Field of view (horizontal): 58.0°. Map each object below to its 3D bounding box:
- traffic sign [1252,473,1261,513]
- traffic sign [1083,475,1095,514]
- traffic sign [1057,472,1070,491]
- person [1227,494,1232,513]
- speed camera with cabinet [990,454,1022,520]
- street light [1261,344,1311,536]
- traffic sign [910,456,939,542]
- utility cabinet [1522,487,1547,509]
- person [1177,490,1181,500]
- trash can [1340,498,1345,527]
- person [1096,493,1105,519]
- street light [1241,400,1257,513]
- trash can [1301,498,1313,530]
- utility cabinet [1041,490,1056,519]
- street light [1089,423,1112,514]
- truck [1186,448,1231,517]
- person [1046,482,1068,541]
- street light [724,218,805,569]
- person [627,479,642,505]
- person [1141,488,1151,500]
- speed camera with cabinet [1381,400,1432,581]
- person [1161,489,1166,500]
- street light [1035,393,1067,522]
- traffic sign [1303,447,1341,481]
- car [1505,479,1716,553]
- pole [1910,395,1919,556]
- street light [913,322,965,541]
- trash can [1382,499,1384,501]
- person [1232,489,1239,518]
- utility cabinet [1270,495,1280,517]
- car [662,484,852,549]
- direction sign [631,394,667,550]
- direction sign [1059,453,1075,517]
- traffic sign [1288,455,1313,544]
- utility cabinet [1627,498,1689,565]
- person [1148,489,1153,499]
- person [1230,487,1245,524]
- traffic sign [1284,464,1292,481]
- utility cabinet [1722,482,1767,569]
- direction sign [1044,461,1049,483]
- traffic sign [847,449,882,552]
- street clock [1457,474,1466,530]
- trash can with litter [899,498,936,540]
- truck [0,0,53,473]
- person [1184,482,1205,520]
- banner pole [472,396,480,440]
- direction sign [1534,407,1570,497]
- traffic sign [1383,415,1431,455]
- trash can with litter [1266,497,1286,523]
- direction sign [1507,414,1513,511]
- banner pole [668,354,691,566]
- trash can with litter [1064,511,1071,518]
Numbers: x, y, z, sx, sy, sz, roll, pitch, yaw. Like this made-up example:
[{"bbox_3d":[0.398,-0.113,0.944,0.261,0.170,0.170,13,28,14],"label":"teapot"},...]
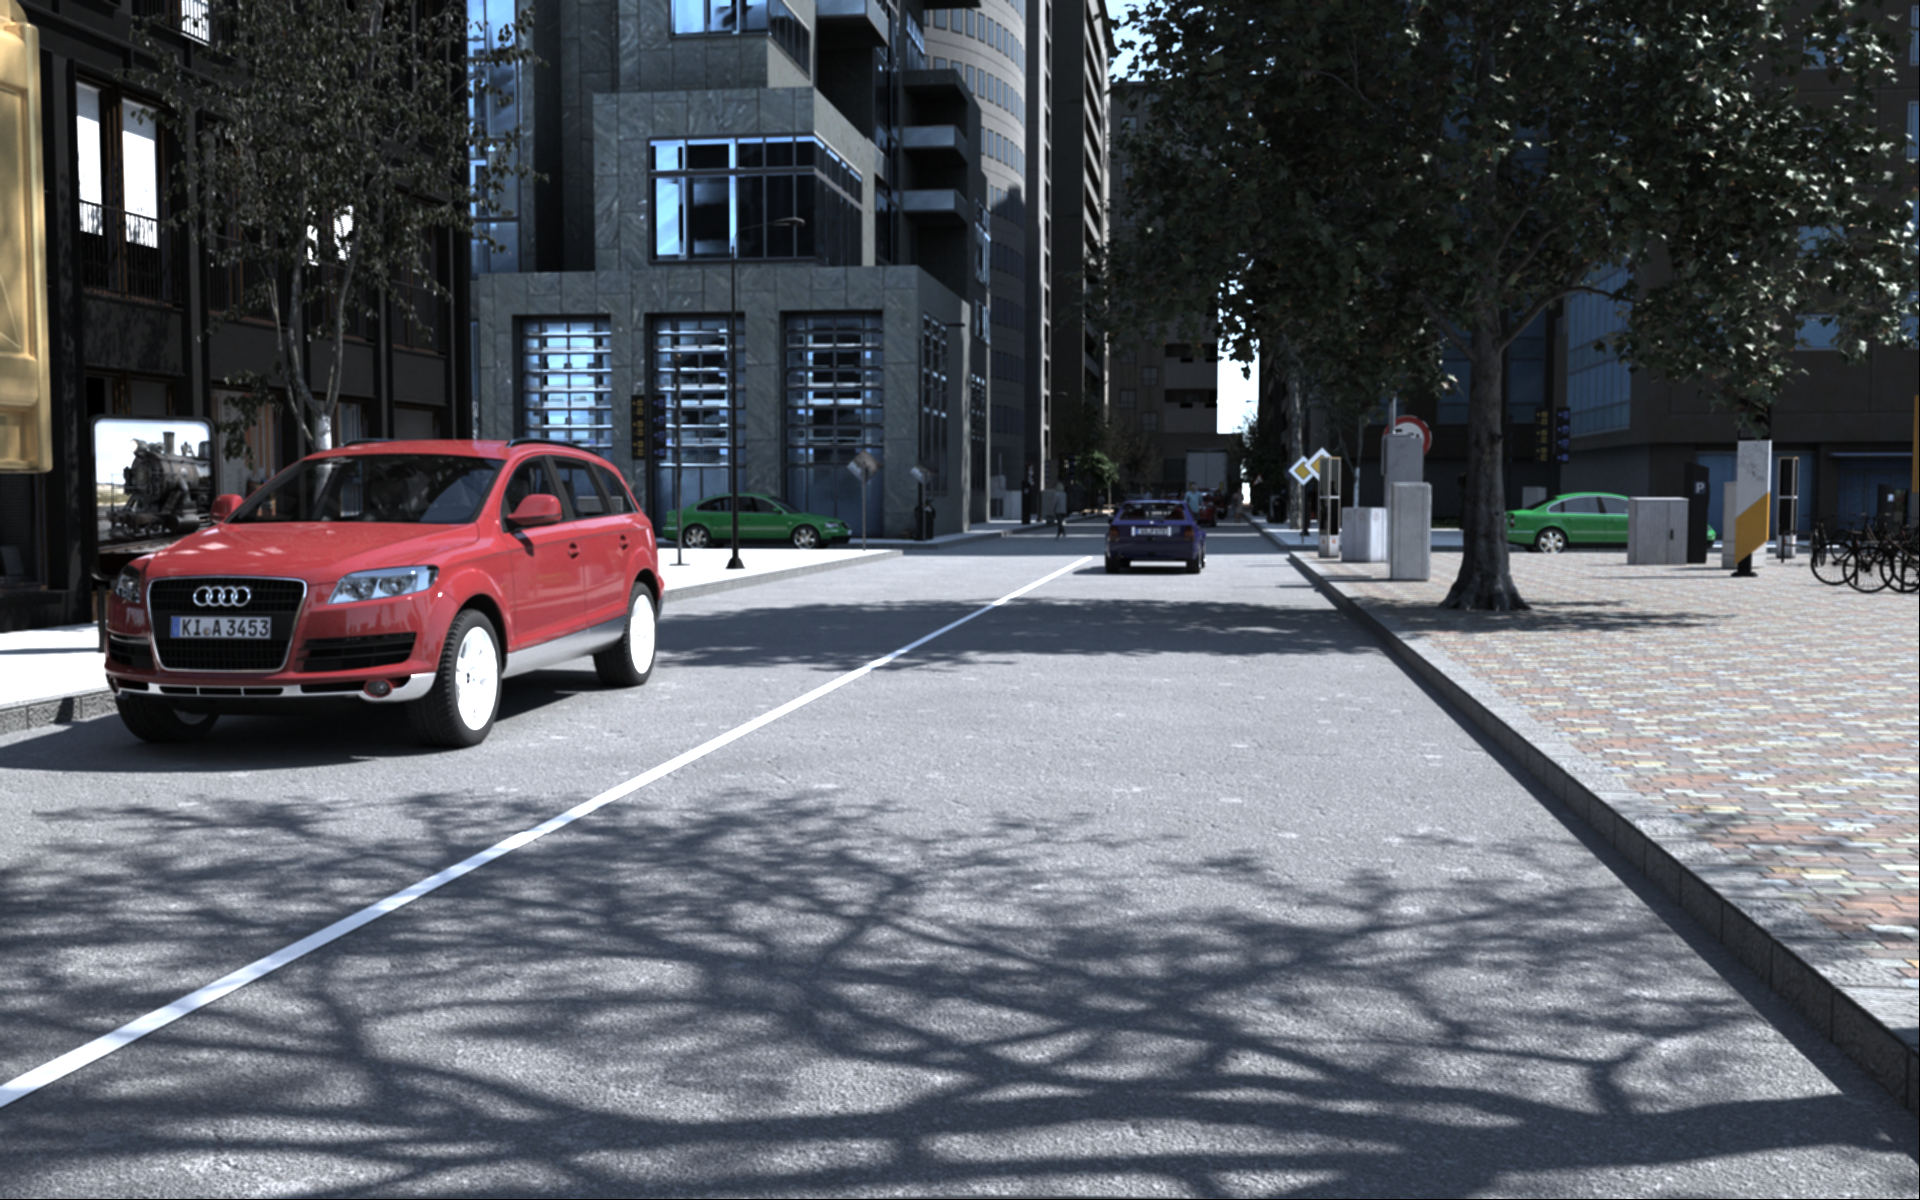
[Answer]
[{"bbox_3d":[18.664,-6.611,108.092,0.884,2.594,0.081,1,4,10],"label":"traffic sign"},{"bbox_3d":[8.440,-6.939,113.557,0.768,2.556,0.104,1,4,10],"label":"traffic sign"},{"bbox_3d":[5.878,-6.009,98.352,0.768,2.556,0.104,1,4,14],"label":"traffic sign"},{"bbox_3d":[19.910,-7.375,129.814,1.217,1.736,0.721,0,4,3],"label":"person"},{"bbox_3d":[2.293,-5.597,85.852,0.660,3.252,2.038,3,5,42],"label":"speed camera with cabinet"},{"bbox_3d":[10.041,-4.922,53.011,1.470,5.913,1.316,1,4,8],"label":"street light"},{"bbox_3d":[-0.951,-2.610,46.316,0.795,2.450,0.064,1,4,8],"label":"traffic sign"},{"bbox_3d":[17.597,-2.714,53.052,0.318,1.500,1.173,0,4,-3],"label":"utility cabinet"},{"bbox_3d":[19.818,-9.005,155.686,0.705,1.831,1.348,-1,4,-22],"label":"person"},{"bbox_3d":[14.527,-3.387,67.034,0.748,1.137,0.748,0,3,0],"label":"trash can"},{"bbox_3d":[7.907,-5.309,97.891,0.523,1.515,0.503,2,4,32],"label":"person"},{"bbox_3d":[14.771,-6.918,85.655,1.470,5.913,1.316,1,4,8],"label":"street light"},{"bbox_3d":[12.394,-3.124,62.739,0.748,1.137,0.748,0,3,0],"label":"trash can"},{"bbox_3d":[4.543,-4.772,86.706,0.318,1.500,1.173,-2,4,-35],"label":"utility cabinet"},{"bbox_3d":[9.130,-8.562,112.532,1.470,5.913,1.316,1,4,8],"label":"street light"},{"bbox_3d":[16.082,-7.539,112.182,2.839,4.237,11.283,1,4,10],"label":"truck"},{"bbox_3d":[3.032,-2.736,53.408,0.709,1.800,0.728,-3,4,-38],"label":"person"},{"bbox_3d":[-3.309,-3.476,29.375,1.470,5.913,1.316,1,4,8],"label":"street light"},{"bbox_3d":[-8.239,-2.150,43.832,0.526,1.800,0.537,0,4,-3],"label":"person"},{"bbox_3d":[10.363,-5.341,96.096,0.793,1.790,0.793,-1,4,-16],"label":"person"},{"bbox_3d":[6.791,-1.956,26.309,0.660,3.252,2.038,1,4,10],"label":"speed camera with cabinet"},{"bbox_3d":[13.005,-6.182,110.159,0.643,1.750,0.593,0,4,5],"label":"person"},{"bbox_3d":[4.199,-6.553,79.686,1.470,5.913,1.316,1,4,8],"label":"street light"},{"bbox_3d":[7.709,-2.037,36.941,0.795,2.450,0.064,1,4,8],"label":"traffic sign"},{"bbox_3d":[14.828,-1.895,39.788,4.718,1.807,1.959,0,4,8],"label":"car"},{"bbox_3d":[19.800,-2.569,35.846,0.158,3.312,0.155,0,3,0],"label":"pole"},{"bbox_3d":[-0.552,-4.557,47.045,1.470,5.913,1.316,1,4,8],"label":"street light"},{"bbox_3d":[11.933,-2.188,47.431,0.748,1.137,0.748,0,3,0],"label":"trash can"},{"bbox_3d":[16.776,-5.863,105.198,0.563,1.720,0.643,1,4,18],"label":"person"},{"bbox_3d":[16.671,-4.927,91.723,0.306,1.237,1.020,2,4,26],"label":"utility cabinet"},{"bbox_3d":[-5.085,-2.126,43.563,4.718,1.807,1.959,0,4,7],"label":"car"},{"bbox_3d":[-7.087,-2.905,39.489,0.876,3.537,0.379,1,4,18],"label":"direction sign"},{"bbox_3d":[5.877,-6.330,95.489,0.876,3.537,0.379,0,4,-7],"label":"direction sign"},{"bbox_3d":[8.883,-2.520,44.840,0.795,2.450,0.064,1,4,8],"label":"traffic sign"},{"bbox_3d":[12.639,-1.236,31.365,1.020,1.237,0.306,-1,4,-9],"label":"utility cabinet"},{"bbox_3d":[13.105,-6.769,119.736,0.480,1.755,0.524,-2,4,-26],"label":"person"},{"bbox_3d":[13.405,-4.571,83.587,0.716,1.782,0.532,0,4,-7],"label":"person"},{"bbox_3d":[13.820,-4.389,71.860,0.768,2.556,0.104,1,4,12],"label":"traffic sign"},{"bbox_3d":[13.501,-1.292,29.802,1.173,1.500,0.318,-3,5,-44],"label":"utility cabinet"},{"bbox_3d":[5.714,-7.732,118.412,0.876,3.537,0.379,-2,4,-33],"label":"direction sign"},{"bbox_3d":[-2.125,-2.127,38.418,0.795,2.450,0.064,1,4,8],"label":"traffic sign"},{"bbox_3d":[17.967,-3.499,61.786,0.471,2.002,0.358,-3,4,-39],"label":"street clock"},{"bbox_3d":[-1.217,-2.276,48.592,1.055,1.170,0.624,1,4,20],"label":"trash can with litter"},{"bbox_3d":[-5.068,-0.337,1.434,3.469,3.379,9.791,1,4,8],"label":"truck"},{"bbox_3d":[7.617,-2.932,56.453,0.660,1.820,0.620,-1,4,-12],"label":"person"},{"bbox_3d":[-11.034,-3.003,39.119,0.401,3.779,0.863,-3,5,-43],"label":"banner pole"},{"bbox_3d":[15.415,-3.251,45.147,0.876,3.537,0.379,0,4,8],"label":"direction sign"},{"bbox_3d":[7.243,-1.715,28.141,0.768,2.556,0.104,1,4,9],"label":"traffic sign"},{"bbox_3d":[13.791,-3.941,75.828,0.624,1.170,1.055,-2,4,-26],"label":"trash can with litter"},{"bbox_3d":[15.769,-3.531,49.726,0.379,3.537,0.876,1,4,10],"label":"direction sign"},{"bbox_3d":[-4.978,-2.492,30.759,0.401,3.779,0.863,-1,4,-13],"label":"banner pole"},{"bbox_3d":[4.954,-4.723,88.604,1.055,1.170,0.624,3,4,37],"label":"trash can with litter"}]
